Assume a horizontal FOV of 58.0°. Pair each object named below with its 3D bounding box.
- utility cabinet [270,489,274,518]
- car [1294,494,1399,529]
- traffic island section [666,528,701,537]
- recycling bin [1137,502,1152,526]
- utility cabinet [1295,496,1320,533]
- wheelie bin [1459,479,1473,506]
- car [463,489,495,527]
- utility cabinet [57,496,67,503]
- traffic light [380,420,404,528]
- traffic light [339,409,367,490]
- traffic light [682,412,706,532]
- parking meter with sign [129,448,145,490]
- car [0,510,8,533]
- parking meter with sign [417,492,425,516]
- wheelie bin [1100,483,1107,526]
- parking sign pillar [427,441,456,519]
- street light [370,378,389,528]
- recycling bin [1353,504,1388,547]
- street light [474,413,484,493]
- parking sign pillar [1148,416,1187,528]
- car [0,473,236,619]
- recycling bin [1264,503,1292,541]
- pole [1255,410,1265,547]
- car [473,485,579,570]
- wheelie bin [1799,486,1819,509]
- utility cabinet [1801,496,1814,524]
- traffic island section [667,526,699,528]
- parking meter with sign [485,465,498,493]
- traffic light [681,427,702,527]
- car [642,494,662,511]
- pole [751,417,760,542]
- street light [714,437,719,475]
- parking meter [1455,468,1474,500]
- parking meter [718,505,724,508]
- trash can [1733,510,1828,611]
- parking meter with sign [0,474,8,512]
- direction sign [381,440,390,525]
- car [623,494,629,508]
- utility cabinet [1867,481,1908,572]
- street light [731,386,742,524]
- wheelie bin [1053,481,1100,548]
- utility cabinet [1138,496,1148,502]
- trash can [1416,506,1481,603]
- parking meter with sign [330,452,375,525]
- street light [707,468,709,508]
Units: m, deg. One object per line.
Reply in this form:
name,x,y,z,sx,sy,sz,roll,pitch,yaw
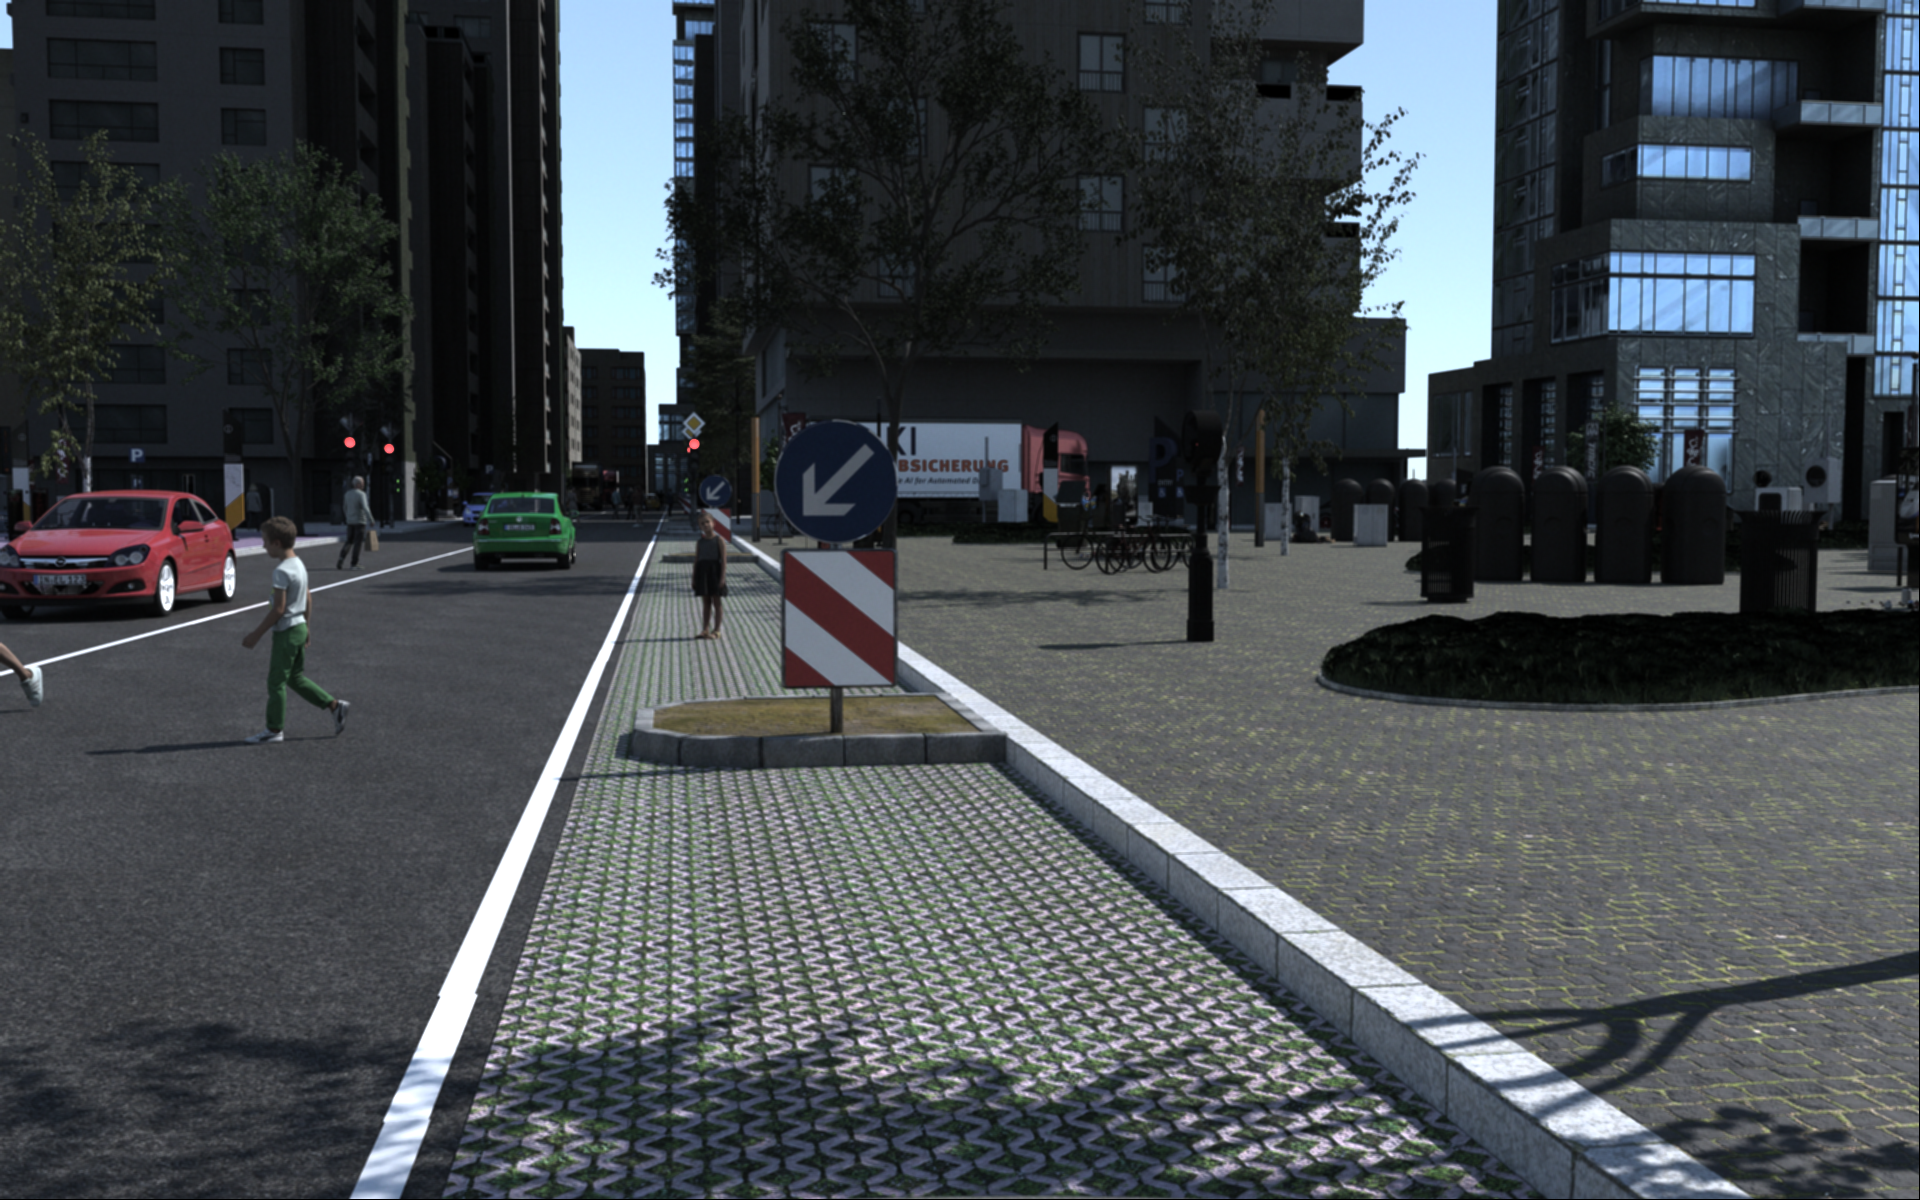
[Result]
utility cabinet,-28.075,-3.704,69.236,0.318,1.500,1.173,3,5,42
car,15.137,-3.529,67.486,4.222,1.686,2.009,-1,4,-8
traffic island section,-9.041,-2.261,59.251,2.009,0.180,2.903,-1,4,-9
recycling bin,5.602,-2.548,54.213,0.722,1.027,0.722,0,4,-5
utility cabinet,11.590,-2.853,57.809,1.020,1.237,0.306,-3,5,-43
wheelie bin,11.181,-1.778,36.981,0.980,1.594,0.693,1,4,10
car,-21.071,-4.125,77.038,1.945,1.707,3.694,-1,4,-8
utility cabinet,-26.090,-2.441,51.077,1.020,1.237,0.306,1,4,15
traffic light,-21.397,-4.664,65.175,0.839,4.253,0.868,-1,4,-9
traffic light,-20.092,-4.182,57.297,0.839,4.253,0.868,-1,4,-9
traffic light,-9.082,-4.294,59.130,0.839,4.253,0.868,-1,4,-9
parking meter with sign,-31.538,-4.293,66.453,0.543,3.016,1.738,-2,4,-25
car,-34.253,-2.849,58.589,4.499,1.417,2.014,-1,4,-11
parking meter with sign,-31.654,-6.351,100.096,1.738,3.016,0.543,2,4,29
wheelie bin,4.041,-2.430,47.631,0.980,1.594,0.693,-3,5,-41
parking sign pillar,-26.489,-6.109,88.354,1.447,3.967,1.447,2,4,30
street light,-21.872,-5.661,65.345,0.468,5.910,1.993,-1,4,-9
recycling bin,10.048,-1.827,42.418,0.722,1.027,0.722,0,4,4
street light,-27.609,-7.749,99.490,0.468,5.910,1.993,-1,4,-9
parking sign pillar,7.037,-4.319,59.092,1.447,3.967,1.447,-3,5,-39
car,-10.331,-0.755,21.379,2.155,1.783,4.494,-1,4,-9
recycling bin,8.815,-2.175,48.117,0.722,1.027,0.722,0,4,6
pole,7.260,-2.941,41.929,0.158,3.312,0.155,0,3,0
car,-8.550,-1.554,34.207,1.959,1.807,4.718,-1,4,-10
wheelie bin,31.914,-3.509,65.273,0.980,1.594,0.693,2,4,34
utility cabinet,25.995,-2.610,53.838,0.306,1.237,1.020,-2,4,-31
traffic island section,-10.346,-2.743,67.129,2.009,0.180,2.903,-1,4,-9
parking meter with sign,-27.901,-6.563,103.567,0.543,3.016,1.738,0,4,-1
traffic light,-10.387,-4.776,67.008,0.839,4.253,0.868,-1,4,-9
car,-27.001,-8.598,150.798,2.015,1.641,3.980,0,4,-8
pole,-5.442,-3.198,46.136,0.158,3.312,0.155,0,3,0
street light,-15.014,-8.246,107.603,0.468,5.910,1.993,-1,4,-9
parking meter,11.449,-2.053,39.274,0.399,1.863,0.255,1,4,8
parking meter,-11.488,-4.742,83.243,0.255,1.863,0.399,0,4,-3
trash can,7.111,-0.208,15.048,0.748,1.137,0.748,0,3,0
parking meter with sign,-37.360,-4.339,67.197,0.543,3.016,1.738,2,4,34
direction sign,-23.940,-4.908,72.245,0.379,3.537,0.876,1,4,11
car,-33.510,-10.254,177.438,2.009,1.686,4.222,-1,4,-11
utility cabinet,15.424,-1.189,28.124,0.318,1.500,1.173,-3,4,-38
street light,-9.472,-6.176,73.769,0.468,5.910,1.993,-1,4,-9
wheelie bin,2.658,-2.024,40.993,0.980,1.594,0.693,2,4,27
utility cabinet,6.754,-3.094,61.756,1.020,1.237,0.306,2,4,32
trash can,5.790,-0.545,20.557,0.748,1.137,0.748,0,3,0
parking meter with sign,-25.336,-4.643,72.178,1.738,3.016,0.543,-3,4,-38
street light,-20.560,-10.297,141.141,0.468,5.910,1.993,-1,4,-9
